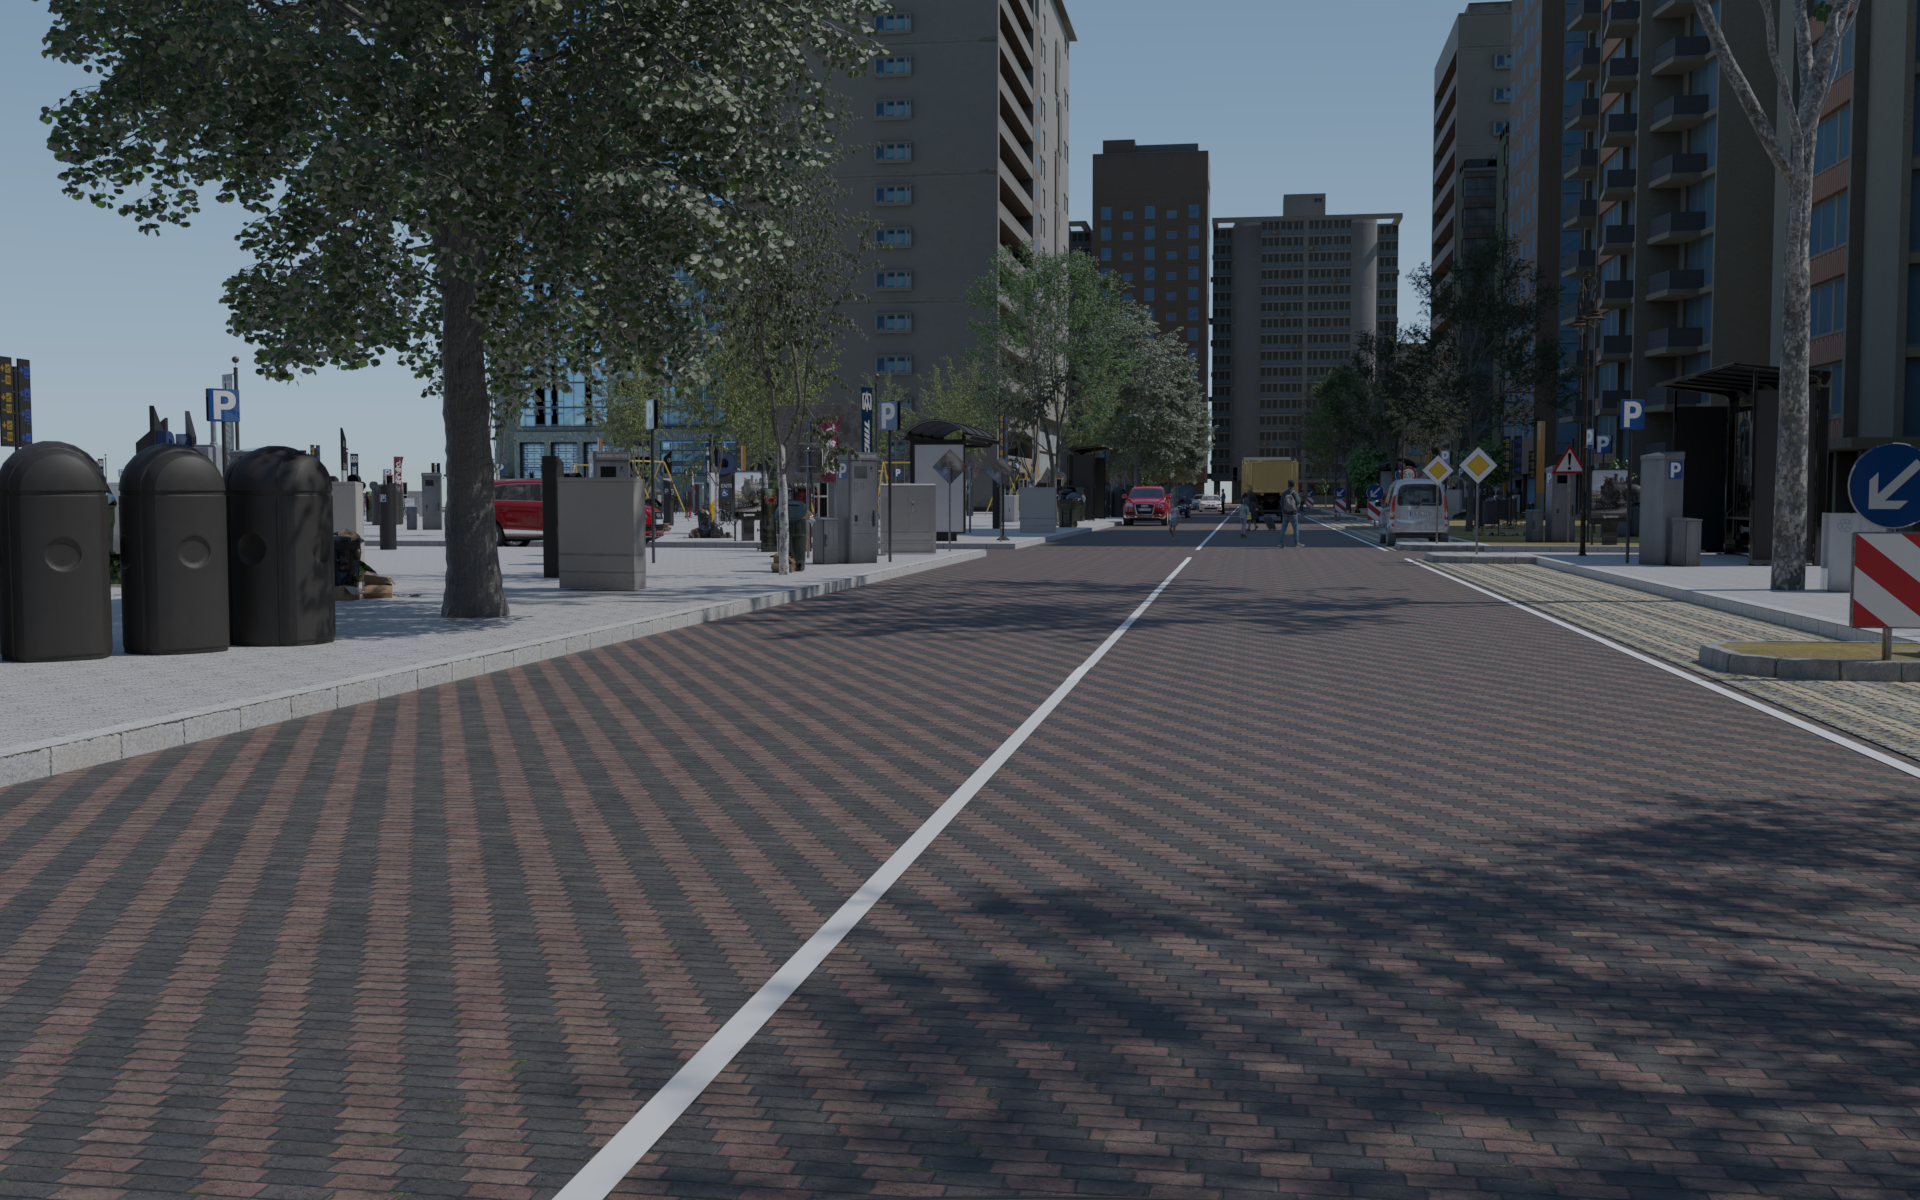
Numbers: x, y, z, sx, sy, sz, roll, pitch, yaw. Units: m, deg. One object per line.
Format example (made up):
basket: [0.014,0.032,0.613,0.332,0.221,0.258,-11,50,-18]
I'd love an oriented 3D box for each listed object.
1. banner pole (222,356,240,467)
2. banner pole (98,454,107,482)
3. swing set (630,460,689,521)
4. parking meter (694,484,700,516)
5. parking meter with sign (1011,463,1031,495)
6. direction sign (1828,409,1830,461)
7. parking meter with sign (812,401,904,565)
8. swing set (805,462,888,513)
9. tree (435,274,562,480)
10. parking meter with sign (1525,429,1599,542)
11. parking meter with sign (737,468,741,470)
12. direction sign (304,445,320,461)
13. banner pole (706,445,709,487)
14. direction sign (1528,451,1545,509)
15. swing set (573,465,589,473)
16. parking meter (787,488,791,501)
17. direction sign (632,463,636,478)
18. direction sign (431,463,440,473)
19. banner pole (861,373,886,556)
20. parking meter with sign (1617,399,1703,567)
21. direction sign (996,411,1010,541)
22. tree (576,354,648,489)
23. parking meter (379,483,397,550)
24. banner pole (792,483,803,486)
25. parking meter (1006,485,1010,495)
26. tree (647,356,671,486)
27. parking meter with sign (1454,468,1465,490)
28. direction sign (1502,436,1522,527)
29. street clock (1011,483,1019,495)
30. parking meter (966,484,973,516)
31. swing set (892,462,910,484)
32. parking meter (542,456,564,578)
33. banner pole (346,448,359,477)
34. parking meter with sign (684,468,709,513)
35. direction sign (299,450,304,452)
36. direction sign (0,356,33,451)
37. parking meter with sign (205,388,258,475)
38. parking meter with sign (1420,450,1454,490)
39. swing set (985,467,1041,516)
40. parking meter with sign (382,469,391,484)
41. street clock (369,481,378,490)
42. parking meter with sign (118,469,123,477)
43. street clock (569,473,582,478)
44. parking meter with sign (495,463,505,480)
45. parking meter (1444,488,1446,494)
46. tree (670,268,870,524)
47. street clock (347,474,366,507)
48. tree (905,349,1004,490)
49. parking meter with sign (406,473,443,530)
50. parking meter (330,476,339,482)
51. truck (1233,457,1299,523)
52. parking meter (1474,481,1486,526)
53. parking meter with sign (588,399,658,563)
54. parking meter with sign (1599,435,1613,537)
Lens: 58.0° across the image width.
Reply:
banner pole: [-13.309,-2.549,31.698,0.401,3.779,0.863,-3,5,-44]
banner pole: [-53.307,-7.203,107.786,0.401,3.779,0.863,1,4,19]
swing set: [-14.594,-5.110,81.170,2.862,2.851,3.119,1,4,20]
parking meter: [-15.701,-5.976,103.413,0.255,1.863,0.399,-1,4,-16]
parking meter with sign: [3.633,-6.082,95.700,0.543,3.016,1.738,-3,5,-42]
direction sign: [23.189,-3.326,46.379,0.379,3.537,0.876,1,4,22]
parking meter with sign: [-1.932,-2.185,31.992,1.738,3.016,0.543,-3,5,-42]
swing set: [-4.676,-3.846,60.509,3.119,2.851,2.862,2,4,29]
tree: [-14.239,-6.280,53.038,4.360,8.622,3.978,0,3,0]
parking meter with sign: [16.043,-3.061,46.303,1.738,3.016,0.543,0,4,-8]
parking meter with sign: [-14.942,-7.307,115.733,0.543,3.016,1.738,-1,4,-14]
direction sign: [-29.606,-5.359,79.611,0.379,3.537,0.876,0,4,7]
banner pole: [-11.181,-5.342,77.358,0.401,3.779,0.863,1,4,15]
direction sign: [30.066,-6.018,90.398,0.379,3.537,0.876,-3,5,-44]
swing set: [-18.872,-5.754,91.697,3.119,2.851,2.862,0,4,6]
parking meter: [-6.788,-3.748,69.693,0.372,1.533,0.369,0,3,0]
direction sign: [-23.644,-8.177,125.687,0.379,3.537,0.876,-2,4,-26]
direction sign: [-37.939,-8.160,125.420,0.379,3.537,0.876,2,4,27]
banner pole: [-1.841,-2.803,35.838,0.401,3.779,0.863,2,4,27]
parking meter with sign: [12.660,-2.141,31.267,0.543,3.016,1.738,-1,4,-20]
direction sign: [1.196,-3.417,47.868,0.379,3.537,0.876,1,4,17]
tree: [-13.863,-7.531,73.490,4.737,8.622,4.395,0,3,0]
parking meter: [-13.162,-1.922,39.833,0.372,1.533,0.369,0,3,0]
banner pole: [-8.907,-6.365,94.088,0.863,3.779,0.401,1,4,21]
parking meter: [3.144,-6.618,113.915,0.255,1.863,0.399,0,4,-3]
tree: [-9.035,-6.934,63.735,4.737,8.622,4.395,0,3,0]
parking meter with sign: [32.831,-7.302,115.649,1.738,3.016,0.543,-2,4,-27]
direction sign: [21.479,-4.615,67.446,0.379,3.537,0.876,-2,4,-35]
street clock: [3.727,-6.890,117.215,0.471,2.002,0.358,-3,4,-37]
parking meter: [0.567,-5.816,100.802,0.399,1.863,0.255,3,5,43]
swing set: [-2.495,-5.305,84.359,3.119,2.851,2.862,1,4,16]
parking meter: [-6.240,-1.278,26.599,0.255,1.863,0.399,0,4,2]
banner pole: [-32.996,-6.358,93.972,0.863,3.779,0.401,-3,5,-44]
parking meter with sign: [-17.441,-7.292,115.490,1.738,3.016,0.543,1,4,9]
direction sign: [-33.567,-5.952,89.312,0.876,3.537,0.379,-2,4,-23]
direction sign: [-15.697,-2.254,28.843,0.379,3.537,0.876,0,4,2]
parking meter with sign: [-11.542,-1.954,28.208,1.738,3.016,0.543,3,4,38]
parking meter with sign: [18.629,-4.431,68.704,1.738,3.016,0.543,-2,4,-27]
swing set: [3.345,-6.385,102.014,2.862,2.851,3.119,-2,4,-30]
parking meter with sign: [-40.506,-7.704,122.222,0.543,3.016,1.738,-2,4,-26]
street clock: [-33.389,-5.756,98.681,0.471,2.002,0.358,1,4,21]
parking meter with sign: [-58.952,-7.617,120.799,0.543,3.016,1.738,1,4,11]
street clock: [-12.958,-3.297,58.471,0.358,2.002,0.471,2,4,26]
parking meter with sign: [-25.862,-6.197,97.577,0.543,3.016,1.738,-1,4,-18]
parking meter: [18.306,-3.523,66.012,0.372,1.533,0.369,0,3,0]
tree: [-6.104,-6.483,56.358,4.737,8.622,4.395,0,3,0]
street clock: [-22.042,-3.576,63.040,0.471,2.002,0.358,1,4,8]
tree: [0.298,-8.412,87.899,4.737,8.622,4.395,0,3,0]
parking meter with sign: [-18.890,-4.015,61.904,1.738,3.016,0.543,-1,4,-13]
parking meter: [-20.079,-3.048,55.549,0.255,1.863,0.399,0,4,-3]
truck: [16.031,-5.767,90.218,3.469,3.379,9.791,0,4,8]
parking meter: [20.793,-3.885,69.231,0.399,1.863,0.255,3,5,44]
parking meter with sign: [-6.432,-2.167,31.690,1.738,3.016,0.543,-2,4,-25]
parking meter with sign: [19.713,-3.395,51.767,1.738,3.016,0.543,-2,4,-35]
